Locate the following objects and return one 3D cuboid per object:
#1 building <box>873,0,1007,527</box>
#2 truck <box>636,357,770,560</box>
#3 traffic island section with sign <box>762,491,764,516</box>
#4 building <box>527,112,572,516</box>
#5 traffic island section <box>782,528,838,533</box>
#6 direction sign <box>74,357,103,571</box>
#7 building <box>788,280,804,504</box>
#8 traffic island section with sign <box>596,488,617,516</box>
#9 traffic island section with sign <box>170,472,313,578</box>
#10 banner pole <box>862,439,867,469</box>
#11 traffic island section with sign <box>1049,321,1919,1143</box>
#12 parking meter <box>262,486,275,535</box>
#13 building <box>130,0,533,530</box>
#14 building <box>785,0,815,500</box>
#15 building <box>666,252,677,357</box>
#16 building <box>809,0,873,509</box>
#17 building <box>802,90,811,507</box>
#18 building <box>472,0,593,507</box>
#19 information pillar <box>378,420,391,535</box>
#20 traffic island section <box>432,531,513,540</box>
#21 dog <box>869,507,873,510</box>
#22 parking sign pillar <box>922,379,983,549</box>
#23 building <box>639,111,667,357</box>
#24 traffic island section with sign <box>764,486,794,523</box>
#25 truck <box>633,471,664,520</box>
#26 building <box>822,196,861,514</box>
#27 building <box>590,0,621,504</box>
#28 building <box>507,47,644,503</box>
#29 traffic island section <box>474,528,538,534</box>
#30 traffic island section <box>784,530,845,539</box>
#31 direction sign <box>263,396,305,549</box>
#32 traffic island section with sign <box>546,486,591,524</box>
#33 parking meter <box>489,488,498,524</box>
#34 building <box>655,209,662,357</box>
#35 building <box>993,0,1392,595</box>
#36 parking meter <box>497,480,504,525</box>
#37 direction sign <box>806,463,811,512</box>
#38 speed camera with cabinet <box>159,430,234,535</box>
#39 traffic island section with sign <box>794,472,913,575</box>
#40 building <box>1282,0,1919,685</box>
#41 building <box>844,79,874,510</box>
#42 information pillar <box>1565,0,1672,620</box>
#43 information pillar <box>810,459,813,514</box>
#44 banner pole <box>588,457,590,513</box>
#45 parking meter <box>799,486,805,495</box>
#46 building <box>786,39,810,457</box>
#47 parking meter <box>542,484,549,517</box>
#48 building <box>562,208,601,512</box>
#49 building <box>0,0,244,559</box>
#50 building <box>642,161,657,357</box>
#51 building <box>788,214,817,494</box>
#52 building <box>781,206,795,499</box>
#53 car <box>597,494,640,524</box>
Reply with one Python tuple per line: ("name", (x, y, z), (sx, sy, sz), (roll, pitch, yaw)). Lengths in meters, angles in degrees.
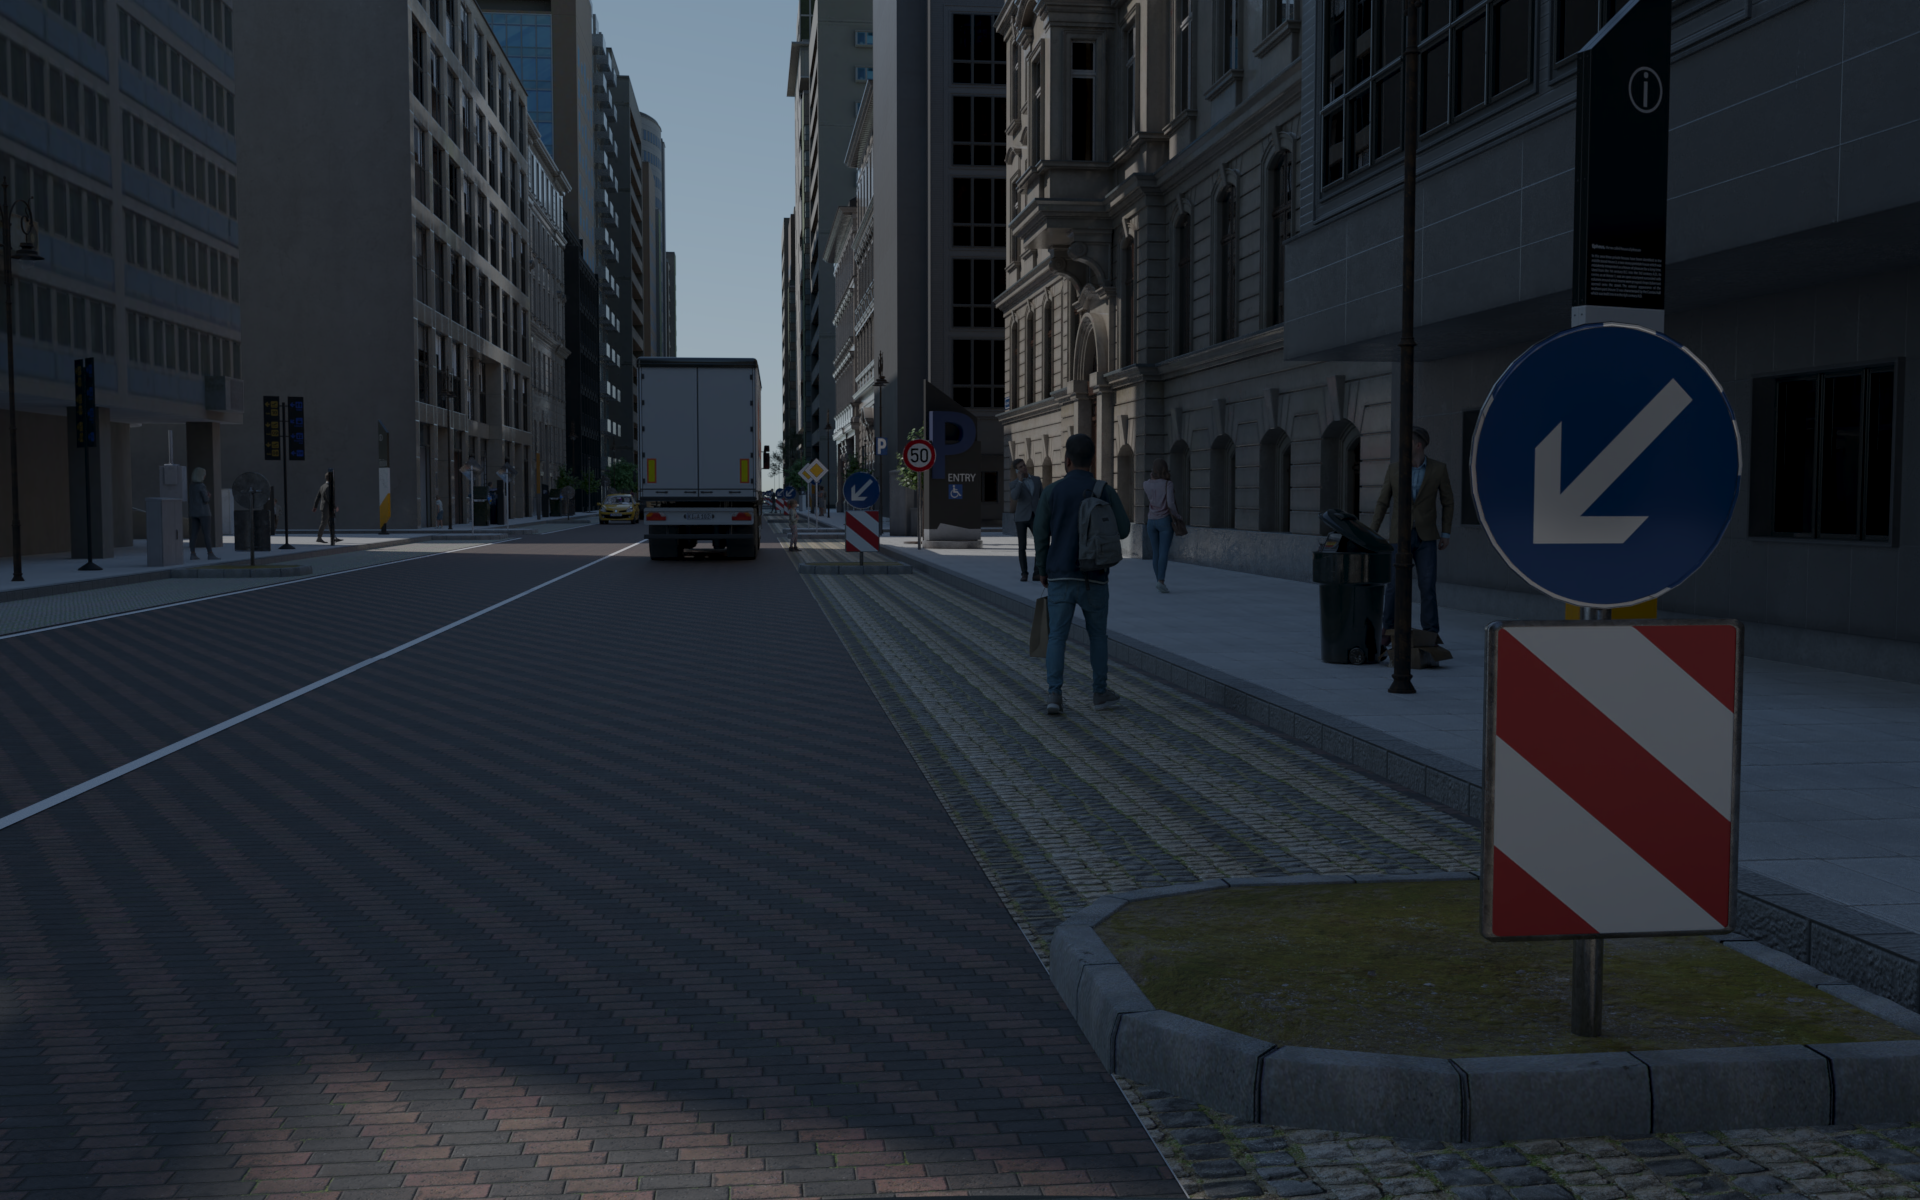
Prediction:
("building", (8.734, -17.077, 72.715), (24.014, 27.812, 14.314), (0, 4, -7))
("truck", (-5.957, -3.191, 41.088), (2.839, 4.237, 11.283), (0, 4, -6))
("traffic island section with sign", (-11.884, -6.408, 113.393), (1.989, 1.847, 2.006), (0, 4, -7))
("building", (-31.622, -18.989, 107.740), (12.463, 27.353, 25.104), (0, 4, -7))
("traffic island section", (-5.559, -2.556, 64.068), (2.009, 0.180, 2.903), (0, 4, -7))
("direction sign", (-14.631, -2.265, 29.032), (0.379, 3.537, 0.876), (-3, 5, -44))
("building", (-16.191, -28.299, 234.388), (14.160, 30.474, 14.107), (0, 4, -7))
("traffic island section with sign", (-22.319, -6.274, 111.210), (1.989, 1.847, 2.006), (0, 4, -7))
("traffic island section with sign", (-12.494, -1.326, 30.310), (1.989, 1.847, 2.006), (0, 4, -7))
("banner pole", (-4.379, -5.445, 79.046), (0.401, 3.779, 0.863), (1, 4, 12))
("traffic island section with sign", (1.303, 0.236, 4.772), (1.989, 1.847, 2.006), (0, 4, -7))
("parking meter", (-21.457, -2.770, 53.702), (0.372, 1.533, 0.369), (0, 3, 0))
("building", (-31.342, -16.728, 78.012), (19.350, 26.468, 34.151), (0, 4, -7))
("building", (-15.220, -49.709, 250.990), (20.563, 71.187, 20.611), (0, 4, -7))
("building", (-53.657, -36.682, 283.338), (14.154, 41.232, 14.086), (0, 4, -7))
("building", (-2.945, -32.912, 161.818), (21.300, 48.544, 21.600), (0, 4, -7))
("building", (-9.303, -30.346, 179.753), (14.154, 41.232, 14.086), (0, 4, -7))
("building", (-37.830, -30.150, 143.058), (14.600, 45.320, 14.200), (0, 4, -7))
("information pillar", (-18.168, -3.871, 54.646), (0.504, 3.616, 0.183), (3, 4, 39))
("traffic island section", (-15.459, -1.991, 54.832), (2.009, 0.180, 2.903), (0, 4, -7))
("dog", (-3.341, -3.209, 66.838), (0.513, 0.831, 0.800), (-1, 4, -10))
("parking sign pillar", (-0.177, -3.208, 40.918), (1.447, 3.967, 1.447), (-1, 4, -19))
("building", (-55.422, -43.949, 260.571), (21.231, 58.520, 28.212), (0, 4, -7))
("traffic island section with sign", (-8.639, -4.771, 86.633), (1.989, 1.847, 2.006), (0, 4, -7))
("truck", (-17.323, -6.822, 100.461), (2.839, 4.237, 11.283), (-1, 4, -8))
("building", (-4.116, -16.438, 119.668), (10.553, 20.767, 40.483), (0, 4, -7))
("building", (-44.357, -33.340, 164.715), (23.786, 49.044, 30.456), (0, 4, -7))
("building", (-46.451, -34.731, 191.555), (21.300, 48.544, 21.600), (0, 4, -7))
("traffic island section", (-16.421, -2.476, 62.759), (2.009, 0.180, 2.903), (0, 4, -7))
("traffic island section", (-4.596, -2.071, 56.141), (2.009, 0.180, 2.903), (0, 4, -7))
("direction sign", (-15.658, -2.947, 40.184), (0.876, 3.537, 0.379), (-2, 4, -29))
("traffic island section with sign", (-19.073, -4.637, 84.450), (1.989, 1.847, 2.006), (0, 4, -7))
("parking meter", (-19.716, -3.967, 73.277), (0.372, 1.533, 0.369), (0, 3, 0))
("building", (-48.842, -34.070, 240.631), (14.154, 41.232, 14.086), (0, 4, -7))
("building", (8.503, -13.408, 38.304), (14.460, 24.649, 34.723), (0, 4, -7))
("parking meter", (-19.049, -4.043, 71.820), (0.255, 1.863, 0.399), (-1, 4, -10))
("direction sign", (-10.652, -8.093, 124.321), (0.876, 3.537, 0.379), (1, 4, 23))
("speed camera with cabinet", (-23.779, -3.647, 53.969), (2.038, 3.252, 0.660), (-1, 4, -11))
("traffic island section with sign", (-1.946, -1.404, 31.576), (1.989, 1.847, 2.006), (0, 4, -7))
("building", (12.405, -11.437, 6.056), (14.314, 24.678, 30.058), (0, 4, -7))
("building", (0.101, -15.954, 89.720), (11.050, 23.489, 19.941), (0, 4, -7))
("information pillar", (2.947, -1.002, 7.739), (0.504, 3.616, 0.183), (-2, 4, -25))
("information pillar", (-9.815, -7.520, 114.310), (0.183, 3.616, 0.504), (-1, 4, -20))
("banner pole", (-25.156, -7.793, 117.437), (0.401, 3.779, 0.863), (-1, 4, -15))
("parking meter", (-12.115, -7.761, 132.605), (0.399, 1.863, 0.255), (-3, 4, -38))
("building", (-5.259, -37.404, 200.794), (28.713, 52.752, 27.495), (0, 4, -7))
("parking meter", (-22.785, -5.475, 95.234), (0.399, 1.863, 0.255), (0, 4, -6))
("building", (-33.624, -18.258, 128.199), (12.332, 23.373, 15.834), (0, 4, -7))
("building", (-28.347, -20.915, 33.848), (23.993, 40.220, 32.217), (0, 4, -7))
("building", (-47.070, -35.253, 226.501), (14.600, 45.320, 14.200), (0, 4, -7))
("building", (-19.460, -37.866, 269.215), (14.600, 45.320, 14.200), (0, 4, -7))
("building", (-18.612, -40.582, 287.216), (21.300, 48.544, 21.600), (0, 4, -7))
("car", (-16.401, -4.474, 83.376), (2.015, 1.641, 3.980), (0, 4, -7))
